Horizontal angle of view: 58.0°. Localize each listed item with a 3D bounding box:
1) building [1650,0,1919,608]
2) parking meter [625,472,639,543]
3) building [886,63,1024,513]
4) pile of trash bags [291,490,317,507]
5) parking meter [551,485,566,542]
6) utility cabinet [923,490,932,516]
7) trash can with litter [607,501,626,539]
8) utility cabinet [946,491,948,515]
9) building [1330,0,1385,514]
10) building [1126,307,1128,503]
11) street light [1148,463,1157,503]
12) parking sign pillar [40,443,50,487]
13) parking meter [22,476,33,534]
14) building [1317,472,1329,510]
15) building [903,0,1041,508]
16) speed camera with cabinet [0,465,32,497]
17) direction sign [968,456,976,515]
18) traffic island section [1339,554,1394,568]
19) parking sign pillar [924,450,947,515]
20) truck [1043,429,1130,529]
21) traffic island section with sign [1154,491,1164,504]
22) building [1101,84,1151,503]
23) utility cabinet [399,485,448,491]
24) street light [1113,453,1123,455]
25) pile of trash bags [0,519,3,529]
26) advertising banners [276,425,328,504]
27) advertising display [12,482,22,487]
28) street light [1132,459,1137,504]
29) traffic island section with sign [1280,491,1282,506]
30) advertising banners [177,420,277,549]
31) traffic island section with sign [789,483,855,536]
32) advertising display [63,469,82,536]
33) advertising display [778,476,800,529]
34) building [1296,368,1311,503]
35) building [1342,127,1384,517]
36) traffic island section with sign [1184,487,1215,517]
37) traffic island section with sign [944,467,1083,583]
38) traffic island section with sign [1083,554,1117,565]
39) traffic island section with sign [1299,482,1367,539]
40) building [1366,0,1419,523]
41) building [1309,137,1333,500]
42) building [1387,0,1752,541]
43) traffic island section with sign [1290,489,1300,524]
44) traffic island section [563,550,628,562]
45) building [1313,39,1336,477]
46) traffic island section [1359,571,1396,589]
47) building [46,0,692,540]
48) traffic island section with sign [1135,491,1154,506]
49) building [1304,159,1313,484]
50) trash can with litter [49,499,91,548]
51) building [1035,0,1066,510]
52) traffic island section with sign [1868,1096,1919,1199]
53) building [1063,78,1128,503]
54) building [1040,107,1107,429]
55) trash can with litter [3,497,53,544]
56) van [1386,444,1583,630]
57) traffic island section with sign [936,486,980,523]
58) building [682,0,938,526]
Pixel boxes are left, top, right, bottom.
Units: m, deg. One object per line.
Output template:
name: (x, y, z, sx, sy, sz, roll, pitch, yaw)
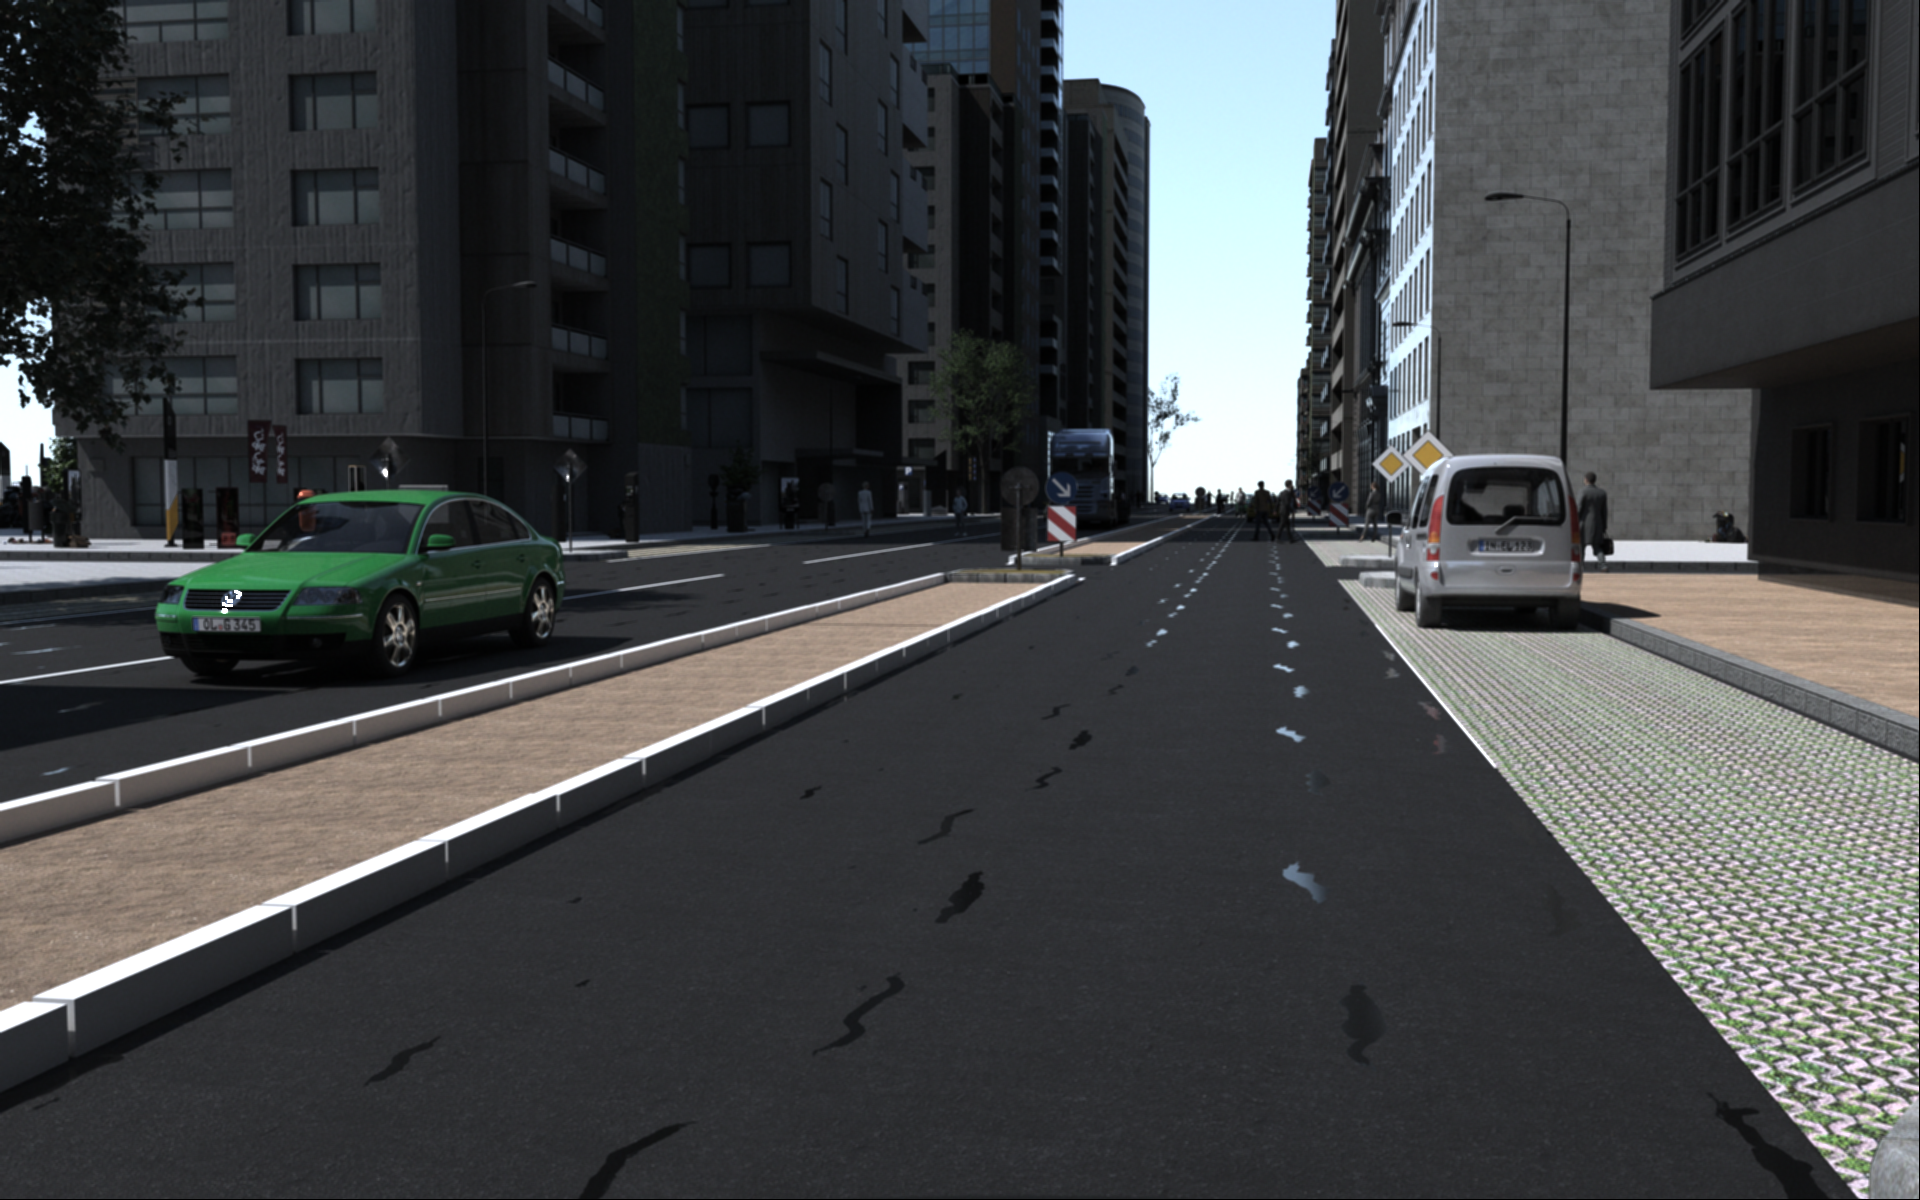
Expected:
building: (15.088, -13.387, 12.390, 14.314, 27.812, 24.014, 1, 4, 10)
parking meter: (-8.706, -2.462, 45.968, 0.255, 1.863, 0.399, 1, 4, 11)
building: (-3.476, -21.332, 120.476, 14.160, 30.474, 14.107, 1, 4, 10)
pile of trash bags: (-35.417, -4.973, 91.062, 1.912, 1.369, 3.447, 1, 4, 12)
parking meter: (-10.729, -2.317, 46.298, 0.372, 1.533, 0.369, 0, 3, 0)
utility cabinet: (-1.889, -5.625, 100.642, 0.318, 1.500, 1.173, -1, 4, -11)
trash can with litter: (-9.718, -2.343, 49.693, 1.055, 1.170, 0.624, 3, 4, 37)
utility cabinet: (-1.331, -5.967, 106.234, 1.173, 1.500, 0.318, -1, 4, -21)
building: (36.491, -30.157, 116.765, 21.300, 48.544, 21.600, 1, 4, 10)
building: (14.296, -27.785, 225.978, 14.160, 30.474, 14.107, 1, 4, 10)
street light: (28.532, -17.393, 256.922, 1.470, 5.913, 1.316, 1, 4, 10)
parking sign pillar: (-48.728, -6.348, 92.258, 1.447, 3.967, 1.447, -2, 4, -31)
parking meter: (-30.401, -3.103, 56.448, 0.255, 1.863, 0.399, -2, 4, -24)
building: (45.407, -27.320, 138.557, 32.217, 40.220, 23.993, 1, 4, 10)
building: (-1.523, -29.633, 134.604, 14.600, 45.320, 14.200, 1, 4, 10)
speed camera with cabinet: (-63.613, -7.495, 116.879, 2.038, 3.252, 0.660, 1, 4, 20)
direction sign: (0.744, -6.860, 104.154, 0.379, 3.537, 0.876, -2, 4, -31)
traffic island section: (8.732, -0.783, 35.091, 2.009, 0.180, 2.903, 1, 4, 10)
parking sign pillar: (-1.492, -7.081, 104.254, 1.447, 3.967, 1.447, -1, 4, -15)
truck: (5.974, -5.360, 77.387, 2.967, 4.110, 18.799, 1, 4, 8)
traffic island section with sign: (27.798, -14.428, 244.529, 1.989, 1.847, 2.006, 1, 4, 10)
building: (15.599, -43.171, 247.848, 21.231, 58.520, 28.212, 1, 4, 10)
utility cabinet: (-13.574, -2.152, 43.861, 1.173, 1.500, 0.318, -1, 4, -12)
street light: (17.723, -13.646, 195.648, 1.470, 5.913, 1.316, 1, 4, 10)
pile of trash bags: (-35.571, -3.368, 64.821, 3.447, 1.369, 1.912, 3, 5, 40)
advertising banners: (-17.040, -2.971, 44.762, 0.090, 3.025, 2.074, 1, 4, 17)
advertising display: (-50.254, -5.329, 92.350, 0.974, 1.923, 0.123, 3, 5, 39)
street light: (23.174, -15.519, 226.277, 1.470, 5.913, 1.316, 1, 4, 10)
traffic island section with sign: (25.745, -7.631, 133.397, 1.989, 1.847, 2.006, 1, 4, 10)
advertising banners: (-17.252, -2.721, 40.681, 2.074, 3.025, 0.090, -1, 4, -23)
traffic island section with sign: (-4.714, -3.147, 60.086, 1.989, 1.847, 2.006, 1, 4, 10)
advertising display: (-22.612, -2.381, 44.147, 0.123, 1.923, 0.974, -1, 4, -9)
advertising display: (-6.220, -3.541, 63.117, 0.123, 1.923, 0.974, 3, 5, 41)
building: (62.817, -24.736, 249.468, 27.650, 21.520, 28.899, 1, 4, 10)
building: (28.403, -15.535, 95.799, 13.314, 21.916, 24.055, 1, 4, 10)
traffic island section with sign: (15.220, -6.224, 109.901, 2.006, 1.907, 1.989, 1, 4, 10)
traffic island section with sign: (0.887, -1.252, 28.604, 2.006, 1.907, 1.989, 1, 4, 10)
traffic island section with sign: (2.183, -1.698, 35.897, 2.006, 1.907, 1.989, 1, 4, 10)
traffic island section with sign: (12.084, -2.892, 55.916, 1.989, 1.847, 2.006, 1, 4, 10)
building: (24.805, -17.566, 73.113, 13.634, 28.700, 20.117, 1, 4, 10)
building: (47.748, -31.609, 200.405, 14.154, 41.232, 14.086, 1, 4, 10)
building: (19.719, -12.274, 55.433, 10.420, 20.320, 16.860, 1, 4, 10)
traffic island section with sign: (16.970, -4.588, 83.647, 1.989, 1.847, 2.006, 1, 4, 10)
traffic island section: (-8.592, -0.970, 38.139, 2.009, 0.180, 2.903, 1, 4, 10)
building: (46.391, -33.412, 165.896, 23.786, 49.044, 30.456, 1, 4, 10)
traffic island section: (7.346, -0.302, 27.226, 2.009, 0.180, 2.903, 1, 4, 10)
building: (-17.290, -22.576, 52.715, 14.154, 41.232, 14.086, 1, 4, 10)
traffic island section with sign: (23.041, -12.779, 217.558, 1.989, 1.847, 2.006, 1, 4, 10)
building: (55.418, -34.628, 220.786, 22.147, 44.769, 28.867, 1, 4, 10)
trash can with litter: (-21.220, -1.836, 41.399, 1.055, 1.170, 0.624, 1, 4, 23)
building: (-1.198, -51.628, 156.786, 22.319, 86.520, 31.000, 1, 4, 10)
traffic island section with sign: (2.713, 0.356, 2.802, 1.989, 1.847, 2.006, 1, 4, 10)
building: (8.583, -35.711, 207.571, 21.300, 48.544, 21.600, 1, 4, 10)
building: (7.507, -30.330, 179.486, 14.154, 41.232, 14.086, 1, 4, 10)
trash can with litter: (-24.249, -2.086, 45.164, 2.233, 1.210, 1.678, 2, 4, 27)
van: (5.917, -0.775, 19.678, 2.013, 2.044, 4.112, 1, 4, 10)
traffic island section with sign: (-0.030, -4.771, 86.632, 1.989, 1.847, 2.006, 1, 4, 10)
building: (-16.730, -30.104, 81.443, 28.713, 52.752, 27.495, 1, 4, 10)
